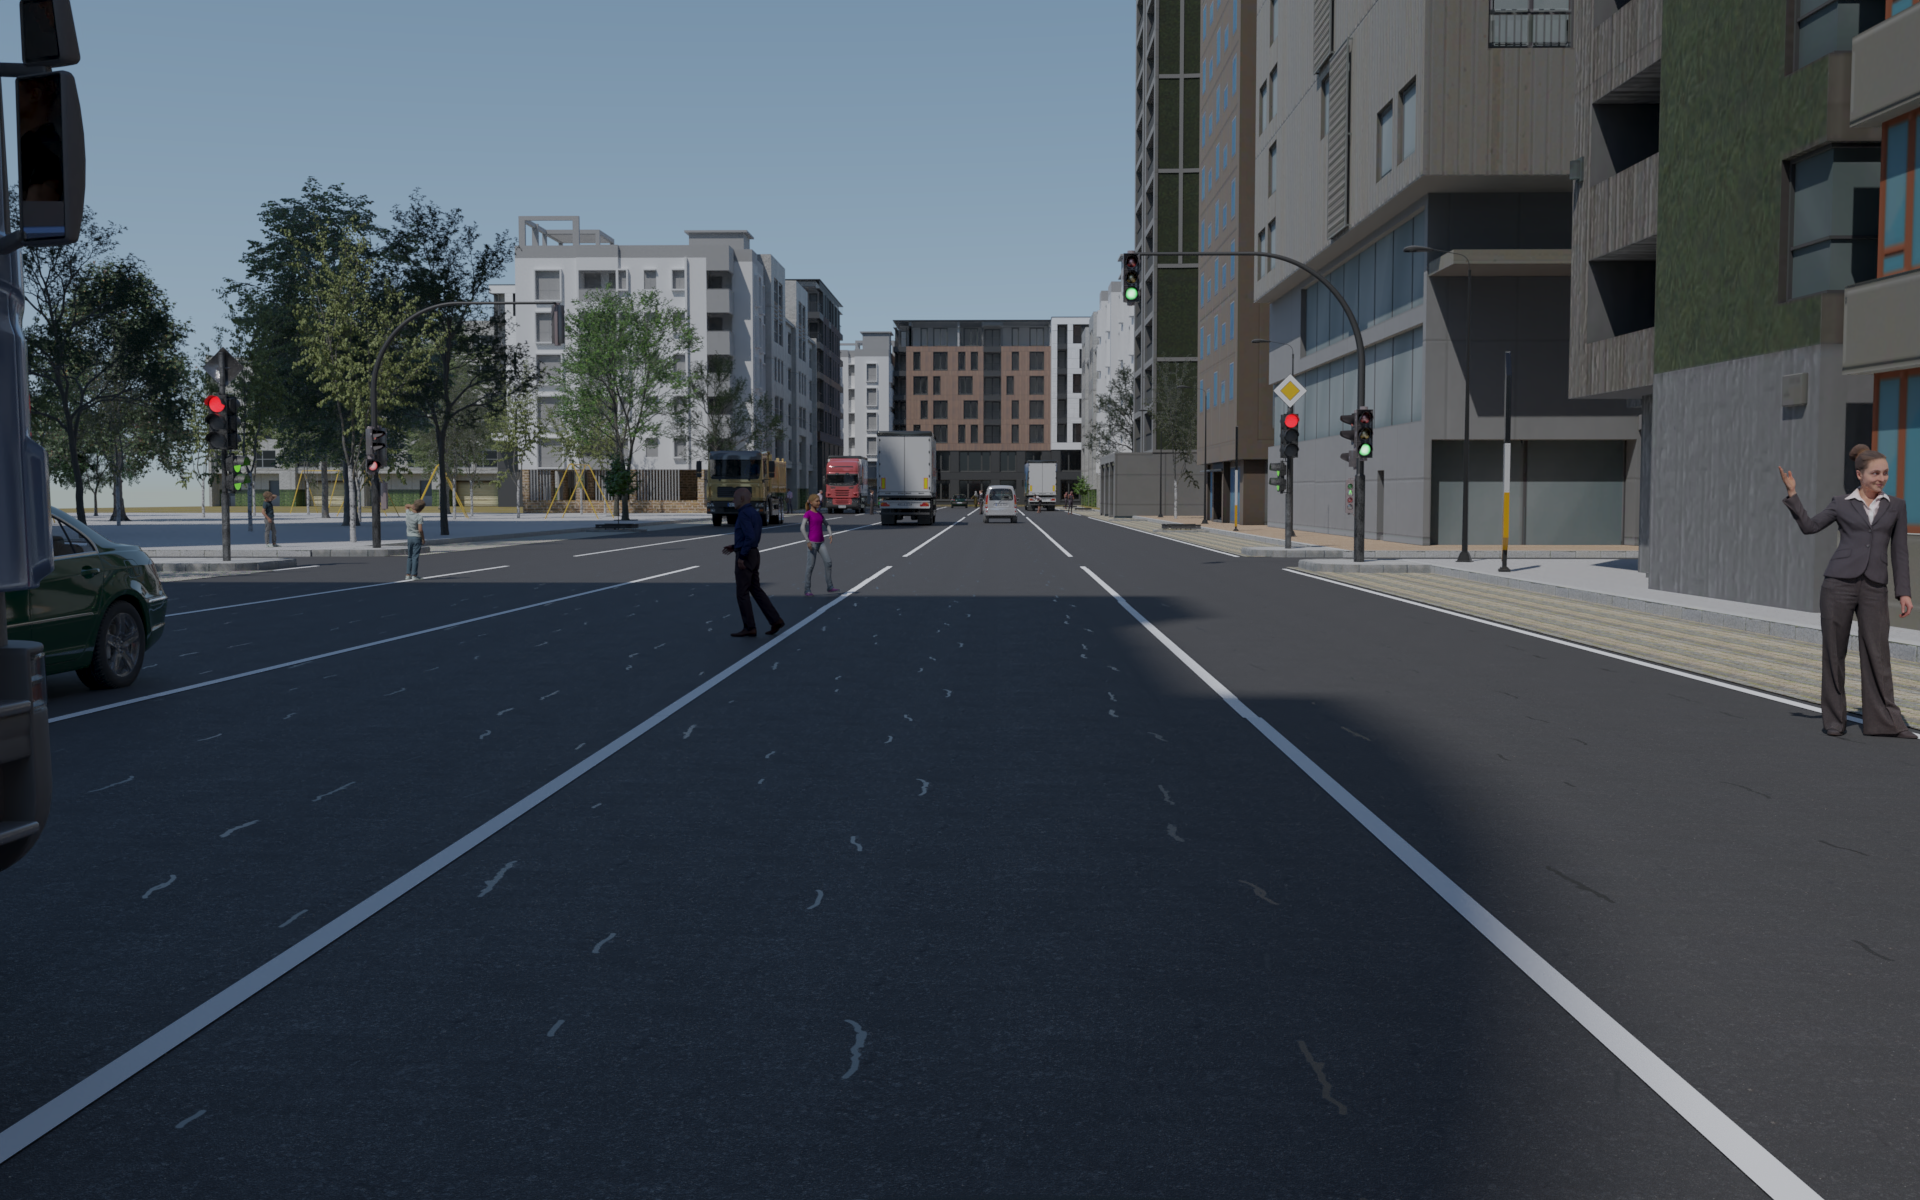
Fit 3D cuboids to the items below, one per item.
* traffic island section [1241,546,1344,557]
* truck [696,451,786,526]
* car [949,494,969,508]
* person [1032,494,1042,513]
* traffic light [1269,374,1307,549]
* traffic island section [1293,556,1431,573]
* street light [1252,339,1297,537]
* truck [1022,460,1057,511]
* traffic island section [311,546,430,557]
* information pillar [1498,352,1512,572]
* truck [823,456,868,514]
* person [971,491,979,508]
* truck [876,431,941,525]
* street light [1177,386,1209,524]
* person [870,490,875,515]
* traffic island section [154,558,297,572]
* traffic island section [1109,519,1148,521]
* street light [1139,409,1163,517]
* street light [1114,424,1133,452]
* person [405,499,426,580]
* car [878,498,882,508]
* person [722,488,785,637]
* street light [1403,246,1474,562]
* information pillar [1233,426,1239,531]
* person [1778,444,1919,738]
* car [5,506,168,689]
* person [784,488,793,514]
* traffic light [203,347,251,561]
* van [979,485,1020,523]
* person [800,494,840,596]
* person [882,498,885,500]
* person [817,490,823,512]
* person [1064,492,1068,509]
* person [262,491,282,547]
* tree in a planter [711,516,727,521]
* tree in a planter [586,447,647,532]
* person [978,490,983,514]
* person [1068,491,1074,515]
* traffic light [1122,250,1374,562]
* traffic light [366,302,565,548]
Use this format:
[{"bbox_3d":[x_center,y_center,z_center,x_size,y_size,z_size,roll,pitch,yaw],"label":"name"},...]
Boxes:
[{"bbox_3d":[7.727,-1.126,40.687,2.009,0.180,2.903,0,4,1],"label":"traffic island section"},{"bbox_3d":[-9.805,-5.122,79.664,3.469,3.379,9.791,0,4,1],"label":"truck"},{"bbox_3d":[-0.072,-10.235,177.134,2.009,1.686,4.222,0,4,0],"label":"car"},{"bbox_3d":[5.797,-7.233,129.956,0.628,1.438,0.799,1,4,23],"label":"person"},{"bbox_3d":[7.687,-3.159,40.574,0.839,4.253,0.868,0,4,1],"label":"traffic light"},{"bbox_3d":[7.541,-0.638,32.704,2.009,0.180,2.903,0,4,1],"label":"traffic island section"},{"bbox_3d":[9.431,-4.861,52.024,1.470,5.913,1.316,0,4,1],"label":"street light"},{"bbox_3d":[6.863,-9.806,149.248,2.839,4.237,11.283,0,4,0],"label":"truck"},{"bbox_3d":[-13.888,-1.157,41.194,2.009,0.180,2.903,0,4,1],"label":"traffic island section"},{"bbox_3d":[8.974,-2.268,28.432,0.183,3.616,0.504,1,4,15],"label":"information pillar"},{"bbox_3d":[-8.398,-8.550,128.707,2.839,4.237,11.283,0,4,0],"label":"truck"},{"bbox_3d":[1.575,-10.499,180.889,0.721,1.736,1.217,3,4,37],"label":"person"},{"bbox_3d":[-2.417,-5.725,82.519,2.839,4.237,11.283,0,4,1],"label":"truck"},{"bbox_3d":[9.986,-6.223,74.289,1.470,5.913,1.316,0,4,1],"label":"street light"},{"bbox_3d":[-6.054,-6.810,120.641,0.445,1.727,0.742,-1,4,-23],"label":"person"},{"bbox_3d":[-14.074,-0.669,33.211,2.009,0.180,2.903,0,4,1],"label":"traffic island section"},{"bbox_3d":[8.931,-4.246,92.282,1.991,0.108,1.994,0,4,1],"label":"traffic island section"},{"bbox_3d":[10.479,-7.488,94.977,1.470,5.913,1.316,0,4,1],"label":"street light"},{"bbox_3d":[10.963,-8.754,115.665,1.470,5.913,1.316,0,4,1],"label":"street light"},{"bbox_3d":[-9.090,-1.006,28.854,0.435,1.345,0.340,1,4,10],"label":"person"},{"bbox_3d":[-7.343,-10.280,176.868,1.959,1.807,4.718,0,4,2],"label":"car"},{"bbox_3d":[-2.166,-0.385,17.495,0.600,1.496,0.574,2,4,33],"label":"person"},{"bbox_3d":[8.987,-3.670,32.544,1.470,5.913,1.316,0,4,1],"label":"street light"},{"bbox_3d":[9.599,-4.207,60.142,0.183,3.616,0.504,1,4,10],"label":"information pillar"},{"bbox_3d":[5.208,-0.054,10.180,0.742,1.727,0.445,-1,4,-14],"label":"person"},{"bbox_3d":[-7.149,0.019,11.493,2.131,1.459,4.920,0,4,3],"label":"car"},{"bbox_3d":[-12.338,-7.089,124.278,0.599,1.838,0.709,2,4,34],"label":"person"},{"bbox_3d":[-14.034,-2.701,33.075,0.839,4.253,0.868,0,4,1],"label":"traffic light"},{"bbox_3d":[1.985,-4.846,86.250,2.013,2.044,4.112,0,4,0],"label":"van"},{"bbox_3d":[-1.909,-0.766,24.254,0.776,1.435,0.726,3,4,38],"label":"person"},{"bbox_3d":[-5.329,-6.739,119.399,0.721,1.735,1.217,0,4,-1],"label":"person"},{"bbox_3d":[-9.826,-6.888,122.049,0.436,1.711,0.756,3,5,40],"label":"person"},{"bbox_3d":[10.183,-9.517,165.566,0.415,1.643,0.593,0,4,-4],"label":"person"},{"bbox_3d":[-16.612,-1.947,41.784,0.340,1.345,0.435,0,4,-5],"label":"person"},{"bbox_3d":[-12.346,-5.911,93.866,1.991,3.239,1.994,0,4,1],"label":"tree in a planter"},{"bbox_3d":[-12.990,-4.190,65.735,1.991,3.239,1.994,0,4,1],"label":"tree in a planter"},{"bbox_3d":[1.420,-6.878,121.762,0.445,1.727,0.742,-1,4,-13],"label":"person"},{"bbox_3d":[7.790,-6.824,121.545,0.415,1.643,0.593,1,4,22],"label":"person"},{"bbox_3d":[5.408,-3.537,32.499,4.771,5.953,1.251,0,4,1],"label":"traffic light"},{"bbox_3d":[-11.755,-4.060,41.045,4.771,5.953,1.251,0,4,1],"label":"traffic light"}]
